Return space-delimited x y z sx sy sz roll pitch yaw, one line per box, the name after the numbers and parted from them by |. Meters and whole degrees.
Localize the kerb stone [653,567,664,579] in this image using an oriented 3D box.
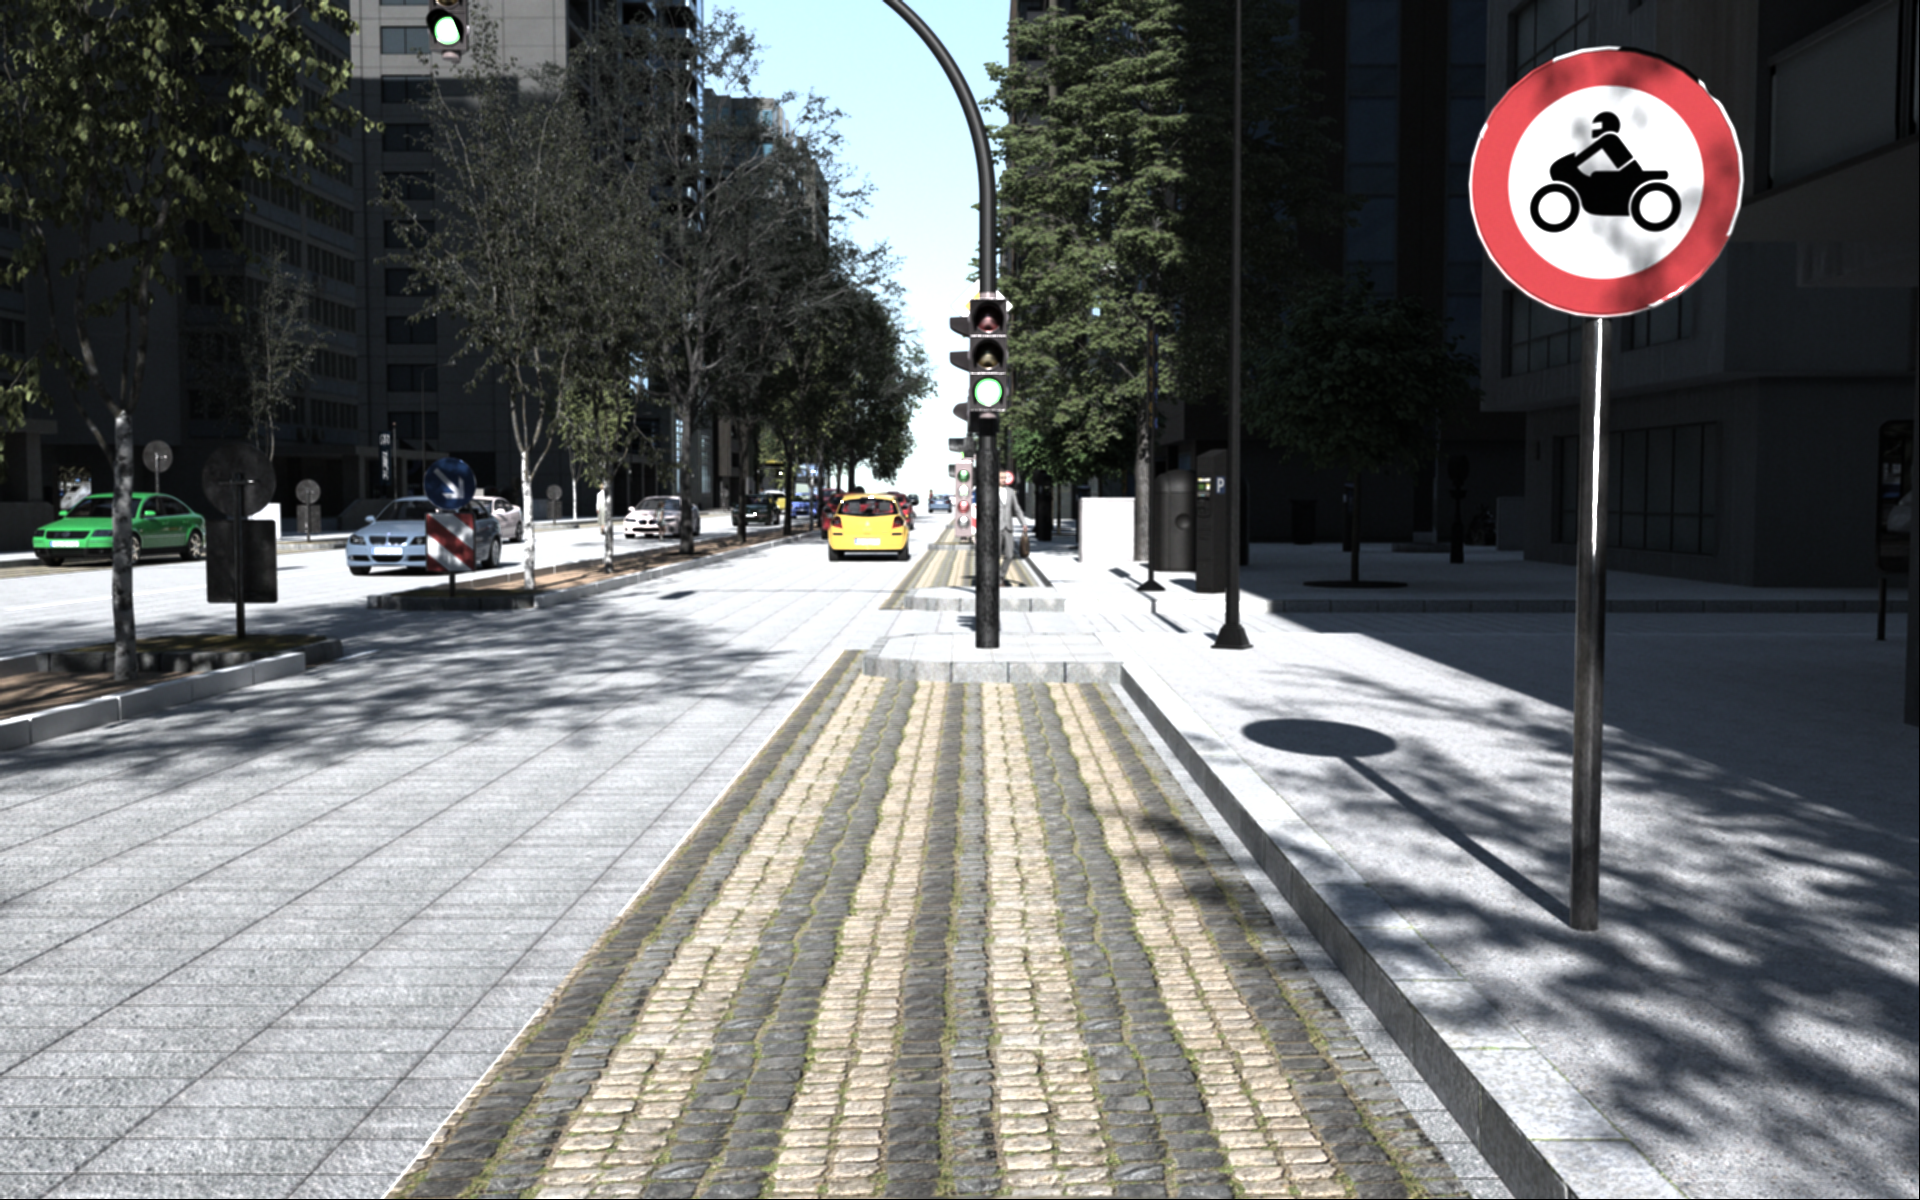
-5.224 -0.438 29.416 0.120 0.150 1.000 0 4 0 | kerb stone

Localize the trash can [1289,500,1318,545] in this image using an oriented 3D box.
8.748 -1.985 44.109 0.748 1.137 0.748 0 3 0 | trash can

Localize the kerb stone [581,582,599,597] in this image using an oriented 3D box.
-5.274 -0.126 24.300 0.120 0.150 1.000 0 4 0 | kerb stone

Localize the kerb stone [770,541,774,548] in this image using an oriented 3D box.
-5.094 -1.445 45.824 0.120 0.150 1.000 0 4 0 | kerb stone

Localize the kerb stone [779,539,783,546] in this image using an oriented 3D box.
-5.071 -1.571 47.876 0.120 0.150 1.000 0 4 0 | kerb stone

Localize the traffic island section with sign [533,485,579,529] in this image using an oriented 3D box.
-17.008 -3.894 72.296 1.989 1.847 2.006 0 4 0 | traffic island section with sign

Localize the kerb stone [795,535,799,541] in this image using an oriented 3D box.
-5.033 -1.822 51.983 0.120 0.150 1.000 0 4 0 | kerb stone

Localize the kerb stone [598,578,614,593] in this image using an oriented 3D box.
-5.258 -0.192 25.328 0.120 0.150 1.000 0 4 0 | kerb stone

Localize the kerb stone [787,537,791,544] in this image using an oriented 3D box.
-5.054 -1.696 49.930 0.120 0.150 1.000 0 4 0 | kerb stone

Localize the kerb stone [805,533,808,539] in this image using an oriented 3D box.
-5.011 -2.010 55.056 0.120 0.150 1.000 0 4 0 | kerb stone

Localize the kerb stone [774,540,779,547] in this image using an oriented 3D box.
-5.076 -1.508 46.850 0.120 0.150 1.000 0 4 0 | kerb stone

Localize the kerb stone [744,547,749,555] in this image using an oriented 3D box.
-5.136 -1.131 40.701 0.120 0.150 1.000 0 4 0 | kerb stone

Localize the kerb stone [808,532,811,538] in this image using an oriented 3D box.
-5.004 -2.073 56.081 0.120 0.150 1.000 0 4 0 | kerb stone

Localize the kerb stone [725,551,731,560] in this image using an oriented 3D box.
-5.153 -0.941 37.617 0.120 0.150 1.000 0 4 0 | kerb stone

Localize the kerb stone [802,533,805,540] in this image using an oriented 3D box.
-5.009 -1.942 54.034 0.120 0.150 1.000 0 4 0 | kerb stone

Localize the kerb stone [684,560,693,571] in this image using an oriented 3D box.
-5.196 -0.629 32.487 0.120 0.150 1.000 0 4 0 | kerb stone

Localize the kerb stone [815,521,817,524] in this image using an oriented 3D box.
-6.902 -3.577 80.703 0.120 0.150 1.000 0 4 0 | kerb stone

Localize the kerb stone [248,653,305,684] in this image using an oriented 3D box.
-5.361 0.531 13.514 0.120 0.150 1.000 0 4 0 | kerb stone

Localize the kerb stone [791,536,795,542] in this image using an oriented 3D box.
-5.049 -1.756 50.954 0.120 0.150 1.000 0 4 0 | kerb stone

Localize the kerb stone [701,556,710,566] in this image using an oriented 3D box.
-5.177 -0.754 34.540 0.120 0.150 1.000 0 4 0 | kerb stone

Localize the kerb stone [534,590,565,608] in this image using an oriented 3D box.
-5.289 -0.003 22.255 0.120 0.150 1.000 0 4 0 | kerb stone

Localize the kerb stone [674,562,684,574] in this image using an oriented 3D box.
-5.204 -0.567 31.464 0.120 0.150 1.000 0 4 0 | kerb stone

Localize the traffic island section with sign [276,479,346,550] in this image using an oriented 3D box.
-17.242 -2.246 45.342 1.989 1.847 2.006 0 4 0 | traffic island section with sign

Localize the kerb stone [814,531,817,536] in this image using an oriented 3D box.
-4.985 -2.198 58.136 0.120 0.150 1.000 0 4 0 | kerb stone

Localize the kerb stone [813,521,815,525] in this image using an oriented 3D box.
-6.900 -3.508 79.681 0.120 0.150 1.000 0 4 0 | kerb stone

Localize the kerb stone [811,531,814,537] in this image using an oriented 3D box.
-4.996 -2.135 57.107 0.120 0.150 1.000 0 4 0 | kerb stone

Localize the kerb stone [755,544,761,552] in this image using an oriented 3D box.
-5.108 -1.255 42.748 0.120 0.150 1.000 0 4 0 | kerb stone

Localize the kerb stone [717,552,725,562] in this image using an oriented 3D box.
-5.160 -0.877 36.590 0.120 0.150 1.000 0 4 0 | kerb stone

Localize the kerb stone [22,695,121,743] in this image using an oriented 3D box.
-5.384 0.722 10.440 0.120 0.150 1.000 0 4 0 | kerb stone

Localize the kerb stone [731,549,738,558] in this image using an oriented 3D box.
-5.143 -1.006 38.647 0.120 0.150 1.000 0 4 0 | kerb stone

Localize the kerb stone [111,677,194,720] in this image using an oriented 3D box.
-5.370 0.656 11.463 0.120 0.150 1.000 0 4 0 | kerb stone

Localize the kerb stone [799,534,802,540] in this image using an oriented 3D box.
-5.030 -1.882 53.005 0.120 0.150 1.000 0 4 0 | kerb stone

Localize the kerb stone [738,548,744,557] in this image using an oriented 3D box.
-5.138 -1.068 39.671 0.120 0.150 1.000 0 4 0 | kerb stone

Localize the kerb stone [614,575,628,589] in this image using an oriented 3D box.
-5.253 -0.254 26.350 0.120 0.150 1.000 0 4 0 | kerb stone

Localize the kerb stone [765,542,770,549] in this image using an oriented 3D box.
-5.098 -1.382 44.794 0.120 0.150 1.000 0 4 0 | kerb stone

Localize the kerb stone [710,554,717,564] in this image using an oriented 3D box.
-5.172 -0.817 35.561 0.120 0.150 1.000 0 4 0 | kerb stone

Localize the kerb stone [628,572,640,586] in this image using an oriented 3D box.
-5.247 -0.315 27.372 0.120 0.150 1.000 0 4 0 | kerb stone

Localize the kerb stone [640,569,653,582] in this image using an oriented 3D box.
-5.236 -0.379 28.394 0.120 0.150 1.000 0 4 0 | kerb stone

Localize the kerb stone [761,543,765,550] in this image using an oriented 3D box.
-5.105 -1.320 43.772 0.120 0.150 1.000 0 4 0 | kerb stone

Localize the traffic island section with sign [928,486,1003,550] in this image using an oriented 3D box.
0.170 -2.208 44.735 1.989 1.847 2.006 0 4 0 | traffic island section with sign

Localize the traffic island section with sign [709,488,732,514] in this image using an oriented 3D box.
-16.611 -6.940 122.102 1.989 1.847 2.006 0 4 0 | traffic island section with sign

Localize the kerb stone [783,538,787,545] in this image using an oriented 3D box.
-5.059 -1.628 48.909 0.120 0.150 1.000 0 4 0 | kerb stone

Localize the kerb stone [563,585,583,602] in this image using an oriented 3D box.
-5.280 -0.066 23.277 0.120 0.150 1.000 0 4 0 | kerb stone

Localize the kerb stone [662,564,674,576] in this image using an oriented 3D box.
-5.213 -0.504 30.437 0.120 0.150 1.000 0 4 0 | kerb stone

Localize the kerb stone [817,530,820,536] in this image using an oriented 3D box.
-4.976 -2.261 59.158 0.120 0.150 1.000 0 4 0 | kerb stone

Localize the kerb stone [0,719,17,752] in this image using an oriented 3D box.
-5.392 0.786 9.417 0.120 0.150 1.000 0 4 0 | kerb stone

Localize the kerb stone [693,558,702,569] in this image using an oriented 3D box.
-5.188 -0.687 33.510 0.120 0.150 1.000 0 4 0 | kerb stone

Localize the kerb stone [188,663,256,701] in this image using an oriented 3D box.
-5.367 0.594 12.488 0.120 0.150 1.000 0 4 0 | kerb stone

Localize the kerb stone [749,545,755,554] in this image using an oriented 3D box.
-5.122 -1.188 41.723 0.120 0.150 1.000 0 4 0 | kerb stone
